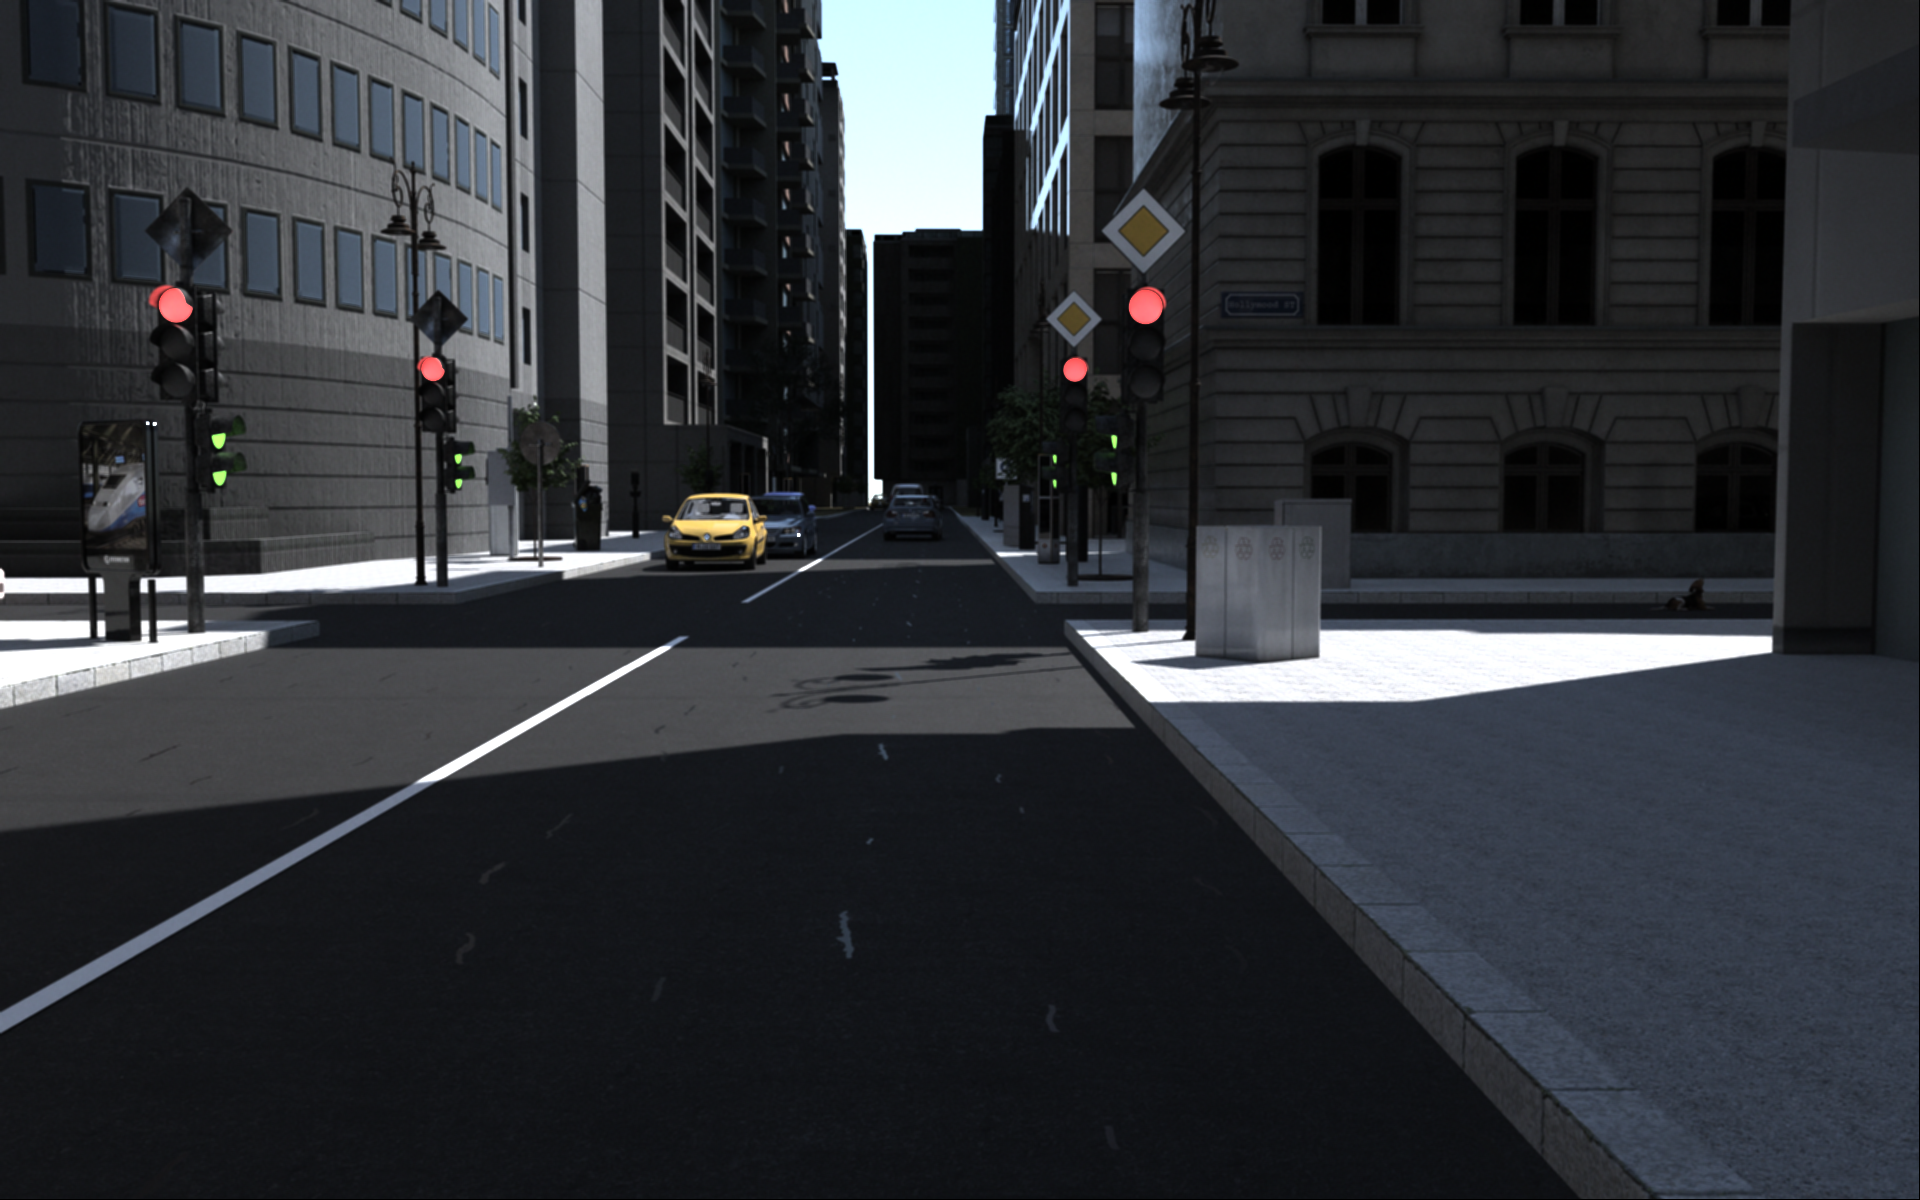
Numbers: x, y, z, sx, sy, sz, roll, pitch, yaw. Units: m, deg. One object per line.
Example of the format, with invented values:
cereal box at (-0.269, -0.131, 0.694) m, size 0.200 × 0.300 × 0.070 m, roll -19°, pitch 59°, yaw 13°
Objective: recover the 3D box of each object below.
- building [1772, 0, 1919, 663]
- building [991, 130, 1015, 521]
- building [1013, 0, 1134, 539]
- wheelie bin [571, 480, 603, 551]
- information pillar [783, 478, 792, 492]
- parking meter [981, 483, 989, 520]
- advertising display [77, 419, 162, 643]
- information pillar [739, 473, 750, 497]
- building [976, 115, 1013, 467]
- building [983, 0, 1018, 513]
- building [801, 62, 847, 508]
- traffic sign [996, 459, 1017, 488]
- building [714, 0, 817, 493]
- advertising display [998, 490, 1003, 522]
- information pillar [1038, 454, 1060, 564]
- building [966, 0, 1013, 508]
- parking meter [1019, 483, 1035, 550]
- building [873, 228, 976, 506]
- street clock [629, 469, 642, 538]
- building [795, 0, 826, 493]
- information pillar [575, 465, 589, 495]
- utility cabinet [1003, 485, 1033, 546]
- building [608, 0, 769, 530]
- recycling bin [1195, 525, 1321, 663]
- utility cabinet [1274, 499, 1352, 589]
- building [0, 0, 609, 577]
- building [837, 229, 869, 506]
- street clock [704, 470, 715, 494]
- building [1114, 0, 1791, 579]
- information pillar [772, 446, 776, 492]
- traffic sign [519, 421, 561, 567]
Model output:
building at (17.821, -25.144, 0.350) m, size 28.713 × 52.752 × 27.495 m, roll 0°, pitch 4°, yaw -1°
building at (8.034, -15.964, 90.694) m, size 12.332 × 23.373 × 15.834 m, roll 0°, pitch 4°, yaw -1°
building at (12.436, -15.975, 65.714) m, size 19.350 × 26.468 × 34.151 m, roll 0°, pitch 4°, yaw -1°
wheelie bin at (-8.482, -1.929, 39.454) m, size 0.693 × 1.594 × 0.980 m, roll -1°, pitch 4°, yaw -19°
information pillar at (-8.022, -4.666, 80.785) m, size 0.304 × 2.012 × 0.304 m, roll 2°, pitch 4°, yaw 25°
parking meter at (1.241, -4.861, 85.182) m, size 0.255 × 1.863 × 0.399 m, roll -2°, pitch 4°, yaw -31°
advertising display at (-7.328, -0.605, 15.113) m, size 0.974 × 1.923 × 0.123 m, roll 2°, pitch 4°, yaw 31°
information pillar at (-7.686, -3.501, 61.741) m, size 0.304 × 2.012 × 0.304 m, roll -2°, pitch 4°, yaw -32°
building at (8.717, -22.243, 135.377) m, size 14.160 × 30.474 × 14.107 m, roll 0°, pitch 4°, yaw -1°
building at (12.025, -41.505, 116.852) m, size 20.563 × 71.187 × 20.611 m, roll 0°, pitch 4°, yaw -1°
building at (-18.089, -29.553, 166.781) m, size 14.086 × 41.232 × 14.154 m, roll 0°, pitch 4°, yaw -1°
traffic sign at (1.319, -2.880, 49.218) m, size 0.606 × 2.300 × 0.079 m, roll 0°, pitch 4°, yaw 2°
building at (-21.022, -28.035, 112.998) m, size 22.147 × 44.769 × 28.867 m, roll 0°, pitch 4°, yaw -1°
advertising display at (2.112, -4.501, 78.802) m, size 0.123 × 1.923 × 0.974 m, roll -3°, pitch 5°, yaw -44°
information pillar at (1.634, -1.670, 31.789) m, size 0.304 × 2.012 × 0.304 m, roll 2°, pitch 4°, yaw 35°
building at (12.019, -51.633, 156.863) m, size 22.319 × 86.520 × 31.000 m, roll 0°, pitch 4°, yaw -1°
parking meter at (1.556, -1.937, 40.073) m, size 0.372 × 1.533 × 0.369 m, roll 0°, pitch 3°, yaw 0°
building at (-2.555, -25.658, 191.211) m, size 14.107 × 30.474 × 14.160 m, roll 0°, pitch 4°, yaw -1°
street clock at (-9.429, -2.798, 50.317) m, size 0.358 × 2.002 × 0.471 m, roll -1°, pitch 4°, yaw -10°
building at (-25.264, -33.747, 141.003) m, size 28.713 × 52.752 × 27.495 m, roll 0°, pitch 4°, yaw -1°
information pillar at (-9.651, -2.431, 44.247) m, size 0.304 × 2.012 × 0.304 m, roll 0°, pitch 4°, yaw 1°
utility cabinet at (1.420, -2.048, 42.159) m, size 0.318 × 1.500 × 1.173 m, roll -1°, pitch 4°, yaw -21°
building at (-18.535, -38.582, 69.068) m, size 20.563 × 71.187 × 20.611 m, roll 0°, pitch 4°, yaw -1°
recycling bin at (2.343, -0.066, 13.628) m, size 0.722 × 1.027 × 0.722 m, roll -3°, pitch 4°, yaw -38°
utility cabinet at (4.774, -0.753, 23.470) m, size 1.020 × 1.237 × 0.306 m, roll -1°, pitch 4°, yaw -15°
building at (-20.984, -30.264, 36.817) m, size 21.231 × 58.520 × 28.212 m, roll 0°, pitch 4°, yaw -1°
building at (-17.214, -25.598, 190.221) m, size 14.107 × 30.474 × 14.160 m, roll 0°, pitch 4°, yaw -1°
street clock at (-7.573, -2.921, 52.329) m, size 0.358 × 2.002 × 0.471 m, roll -1°, pitch 4°, yaw -15°
building at (20.676, -12.953, 30.868) m, size 34.723 × 24.649 × 14.460 m, roll 0°, pitch 4°, yaw -1°
information pillar at (-9.075, -5.706, 84.643) m, size 0.183 × 3.616 × 0.504 m, roll -1°, pitch 4°, yaw -18°
traffic sign at (-7.373, -1.852, 30.393) m, size 0.768 × 2.556 × 0.104 m, roll 1°, pitch 4°, yaw 8°
